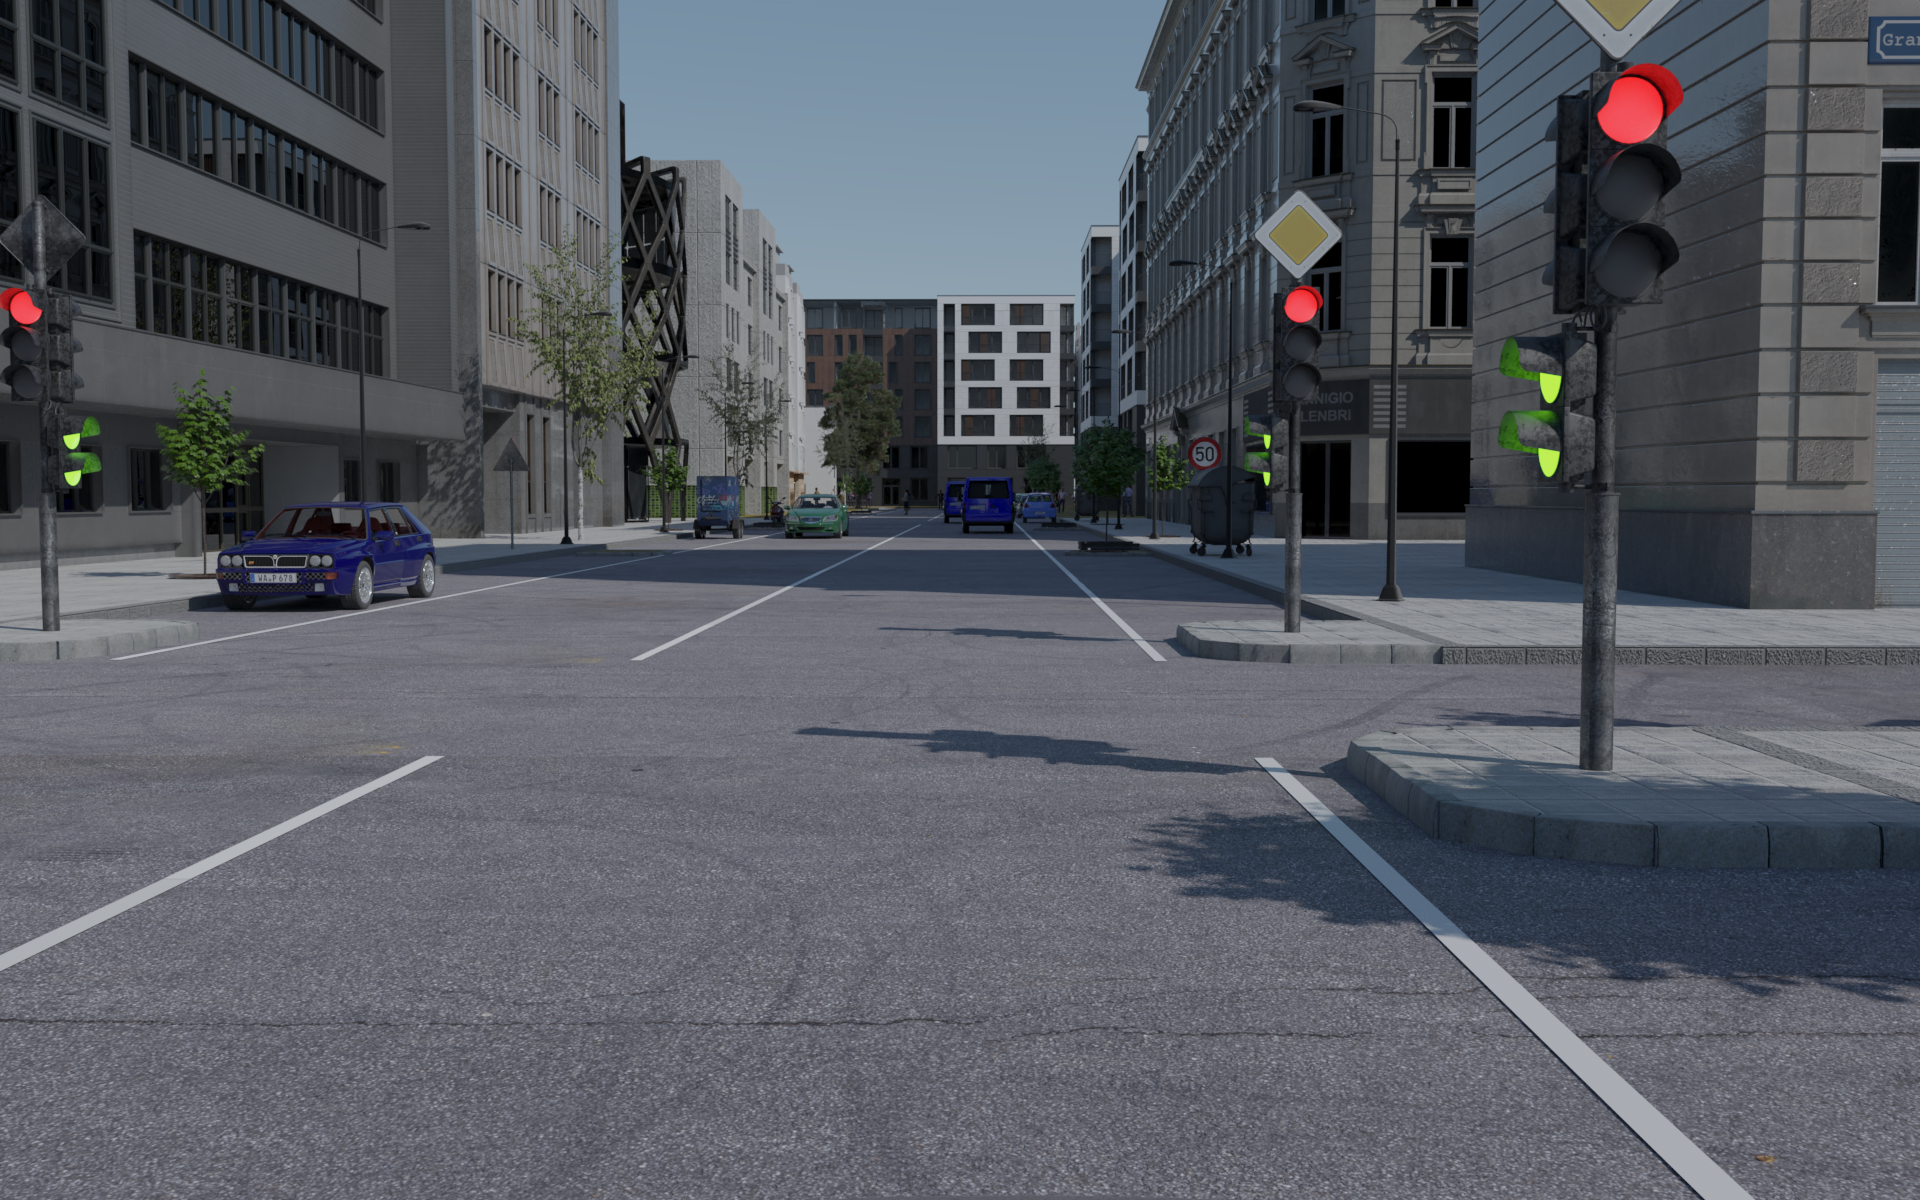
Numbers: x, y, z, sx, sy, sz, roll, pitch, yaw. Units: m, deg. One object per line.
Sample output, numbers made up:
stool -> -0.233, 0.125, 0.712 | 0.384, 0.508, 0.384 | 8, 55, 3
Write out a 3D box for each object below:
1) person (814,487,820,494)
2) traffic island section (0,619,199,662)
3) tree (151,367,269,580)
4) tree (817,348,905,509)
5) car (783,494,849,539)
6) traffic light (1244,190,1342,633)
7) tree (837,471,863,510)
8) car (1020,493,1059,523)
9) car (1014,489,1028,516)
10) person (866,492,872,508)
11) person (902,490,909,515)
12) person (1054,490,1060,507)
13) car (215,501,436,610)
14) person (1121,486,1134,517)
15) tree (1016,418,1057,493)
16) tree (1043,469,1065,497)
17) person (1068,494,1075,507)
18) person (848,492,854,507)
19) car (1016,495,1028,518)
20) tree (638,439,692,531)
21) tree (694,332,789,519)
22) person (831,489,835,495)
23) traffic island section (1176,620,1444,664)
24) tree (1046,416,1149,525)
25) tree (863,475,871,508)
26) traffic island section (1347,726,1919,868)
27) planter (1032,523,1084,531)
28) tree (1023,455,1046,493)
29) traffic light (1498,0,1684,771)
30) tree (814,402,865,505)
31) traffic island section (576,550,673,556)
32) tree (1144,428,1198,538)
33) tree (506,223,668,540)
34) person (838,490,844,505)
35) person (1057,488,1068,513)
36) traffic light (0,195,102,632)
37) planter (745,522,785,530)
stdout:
person -> -11.456, -8.064, 137.986 | 0.705, 1.812, 1.348 | 2, 4, 27
traffic island section -> -8.536, 0.369, 16.241 | 2.009, 0.180, 2.903 | 0, 4, 1
tree -> -11.426, -1.948, 26.454 | 1.663, 3.219, 1.824 | 0, 3, 0
tree -> -8.669, -14.889, 150.855 | 7.806, 13.903, 7.818 | 0, 3, 0
car -> -4.695, -2.778, 57.213 | 2.131, 1.459, 4.920 | 0, 4, 1
traffic light -> 3.065, -1.634, 15.959 | 0.839, 4.213, 0.868 | 0, 4, 1
tree -> -9.285, -9.131, 143.885 | 1.663, 3.219, 1.824 | 0, 3, 0
car -> 3.982, -4.725, 86.847 | 1.945, 1.707, 3.694 | 0, 4, 2
car -> 4.267, -6.463, 114.467 | 1.959, 1.807, 4.718 | 0, 4, -1
person -> -8.608, -9.599, 163.427 | 0.683, 1.767, 0.568 | 0, 4, -8
person -> -3.806, -6.751, 119.662 | 0.721, 1.735, 1.217 | 1, 4, 16
person -> 9.739, -10.027, 172.067 | 1.348, 1.869, 0.705 | -3, 5, -42
car -> -8.208, -0.617, 22.665 | 1.945, 1.354, 3.894 | 0, 4, 1
person -> 9.359, -5.559, 96.801 | 0.709, 1.838, 0.599 | -1, 4, -11
tree -> 7.404, -13.266, 167.262 | 4.360, 8.622, 3.978 | 0, 3, 0
tree -> 7.247, -8.659, 136.174 | 1.663, 3.219, 1.824 | 0, 3, 0
person -> 11.285, -9.877, 173.172 | 0.799, 1.438, 0.628 | -3, 5, -40
person -> -10.342, -9.741, 165.761 | 0.683, 1.767, 0.568 | -3, 5, -43
car -> 4.275, -5.609, 103.702 | 2.014, 1.417, 4.499 | 0, 4, 1
tree -> -10.127, -4.044, 60.727 | 1.663, 3.219, 1.824 | 0, 3, 0
tree -> -10.023, -7.922, 79.882 | 4.360, 8.622, 3.978 | 0, 3, 0
person -> -10.024, -7.983, 137.508 | 0.436, 1.711, 0.756 | 0, 4, 6
traffic island section -> 3.105, 0.380, 16.071 | 2.009, 0.180, 2.903 | 0, 4, 1
tree -> 6.207, -5.433, 72.540 | 4.285, 4.588, 4.351 | 0, 3, 0
tree -> -9.172, -10.188, 161.173 | 1.663, 3.219, 1.824 | 0, 3, 0
traffic island section -> 2.991, 0.868, 8.087 | 2.009, 0.180, 2.903 | 0, 4, 1
planter -> 3.845, -2.873, 68.106 | 1.991, 0.319, 1.994 | 0, 4, 1
tree -> 6.854, -9.800, 143.944 | 4.285, 4.588, 4.351 | 0, 3, 0
traffic light -> 2.951, -1.146, 7.974 | 0.839, 4.213, 0.868 | 0, 4, 1
tree -> -9.321, -11.451, 137.588 | 4.360, 8.622, 3.978 | 0, 3, 0
traffic island section -> -7.858, -1.102, 40.884 | 1.991, 0.108, 1.994 | 0, 4, 1
tree -> 5.939, -3.467, 51.285 | 1.663, 3.219, 1.824 | 0, 3, 0
tree -> -10.341, -5.977, 48.095 | 4.737, 8.622, 4.395 | 0, 3, 0
person -> -10.019, -8.500, 145.740 | 0.721, 1.736, 1.217 | 2, 4, 29
person -> 6.972, -6.799, 118.149 | 0.756, 1.711, 0.436 | 2, 4, 33
traffic light -> -8.496, -1.643, 16.107 | 0.839, 4.213, 0.868 | 0, 4, 1
planter -> -7.462, -2.936, 69.138 | 1.991, 0.319, 1.994 | 0, 4, 1
